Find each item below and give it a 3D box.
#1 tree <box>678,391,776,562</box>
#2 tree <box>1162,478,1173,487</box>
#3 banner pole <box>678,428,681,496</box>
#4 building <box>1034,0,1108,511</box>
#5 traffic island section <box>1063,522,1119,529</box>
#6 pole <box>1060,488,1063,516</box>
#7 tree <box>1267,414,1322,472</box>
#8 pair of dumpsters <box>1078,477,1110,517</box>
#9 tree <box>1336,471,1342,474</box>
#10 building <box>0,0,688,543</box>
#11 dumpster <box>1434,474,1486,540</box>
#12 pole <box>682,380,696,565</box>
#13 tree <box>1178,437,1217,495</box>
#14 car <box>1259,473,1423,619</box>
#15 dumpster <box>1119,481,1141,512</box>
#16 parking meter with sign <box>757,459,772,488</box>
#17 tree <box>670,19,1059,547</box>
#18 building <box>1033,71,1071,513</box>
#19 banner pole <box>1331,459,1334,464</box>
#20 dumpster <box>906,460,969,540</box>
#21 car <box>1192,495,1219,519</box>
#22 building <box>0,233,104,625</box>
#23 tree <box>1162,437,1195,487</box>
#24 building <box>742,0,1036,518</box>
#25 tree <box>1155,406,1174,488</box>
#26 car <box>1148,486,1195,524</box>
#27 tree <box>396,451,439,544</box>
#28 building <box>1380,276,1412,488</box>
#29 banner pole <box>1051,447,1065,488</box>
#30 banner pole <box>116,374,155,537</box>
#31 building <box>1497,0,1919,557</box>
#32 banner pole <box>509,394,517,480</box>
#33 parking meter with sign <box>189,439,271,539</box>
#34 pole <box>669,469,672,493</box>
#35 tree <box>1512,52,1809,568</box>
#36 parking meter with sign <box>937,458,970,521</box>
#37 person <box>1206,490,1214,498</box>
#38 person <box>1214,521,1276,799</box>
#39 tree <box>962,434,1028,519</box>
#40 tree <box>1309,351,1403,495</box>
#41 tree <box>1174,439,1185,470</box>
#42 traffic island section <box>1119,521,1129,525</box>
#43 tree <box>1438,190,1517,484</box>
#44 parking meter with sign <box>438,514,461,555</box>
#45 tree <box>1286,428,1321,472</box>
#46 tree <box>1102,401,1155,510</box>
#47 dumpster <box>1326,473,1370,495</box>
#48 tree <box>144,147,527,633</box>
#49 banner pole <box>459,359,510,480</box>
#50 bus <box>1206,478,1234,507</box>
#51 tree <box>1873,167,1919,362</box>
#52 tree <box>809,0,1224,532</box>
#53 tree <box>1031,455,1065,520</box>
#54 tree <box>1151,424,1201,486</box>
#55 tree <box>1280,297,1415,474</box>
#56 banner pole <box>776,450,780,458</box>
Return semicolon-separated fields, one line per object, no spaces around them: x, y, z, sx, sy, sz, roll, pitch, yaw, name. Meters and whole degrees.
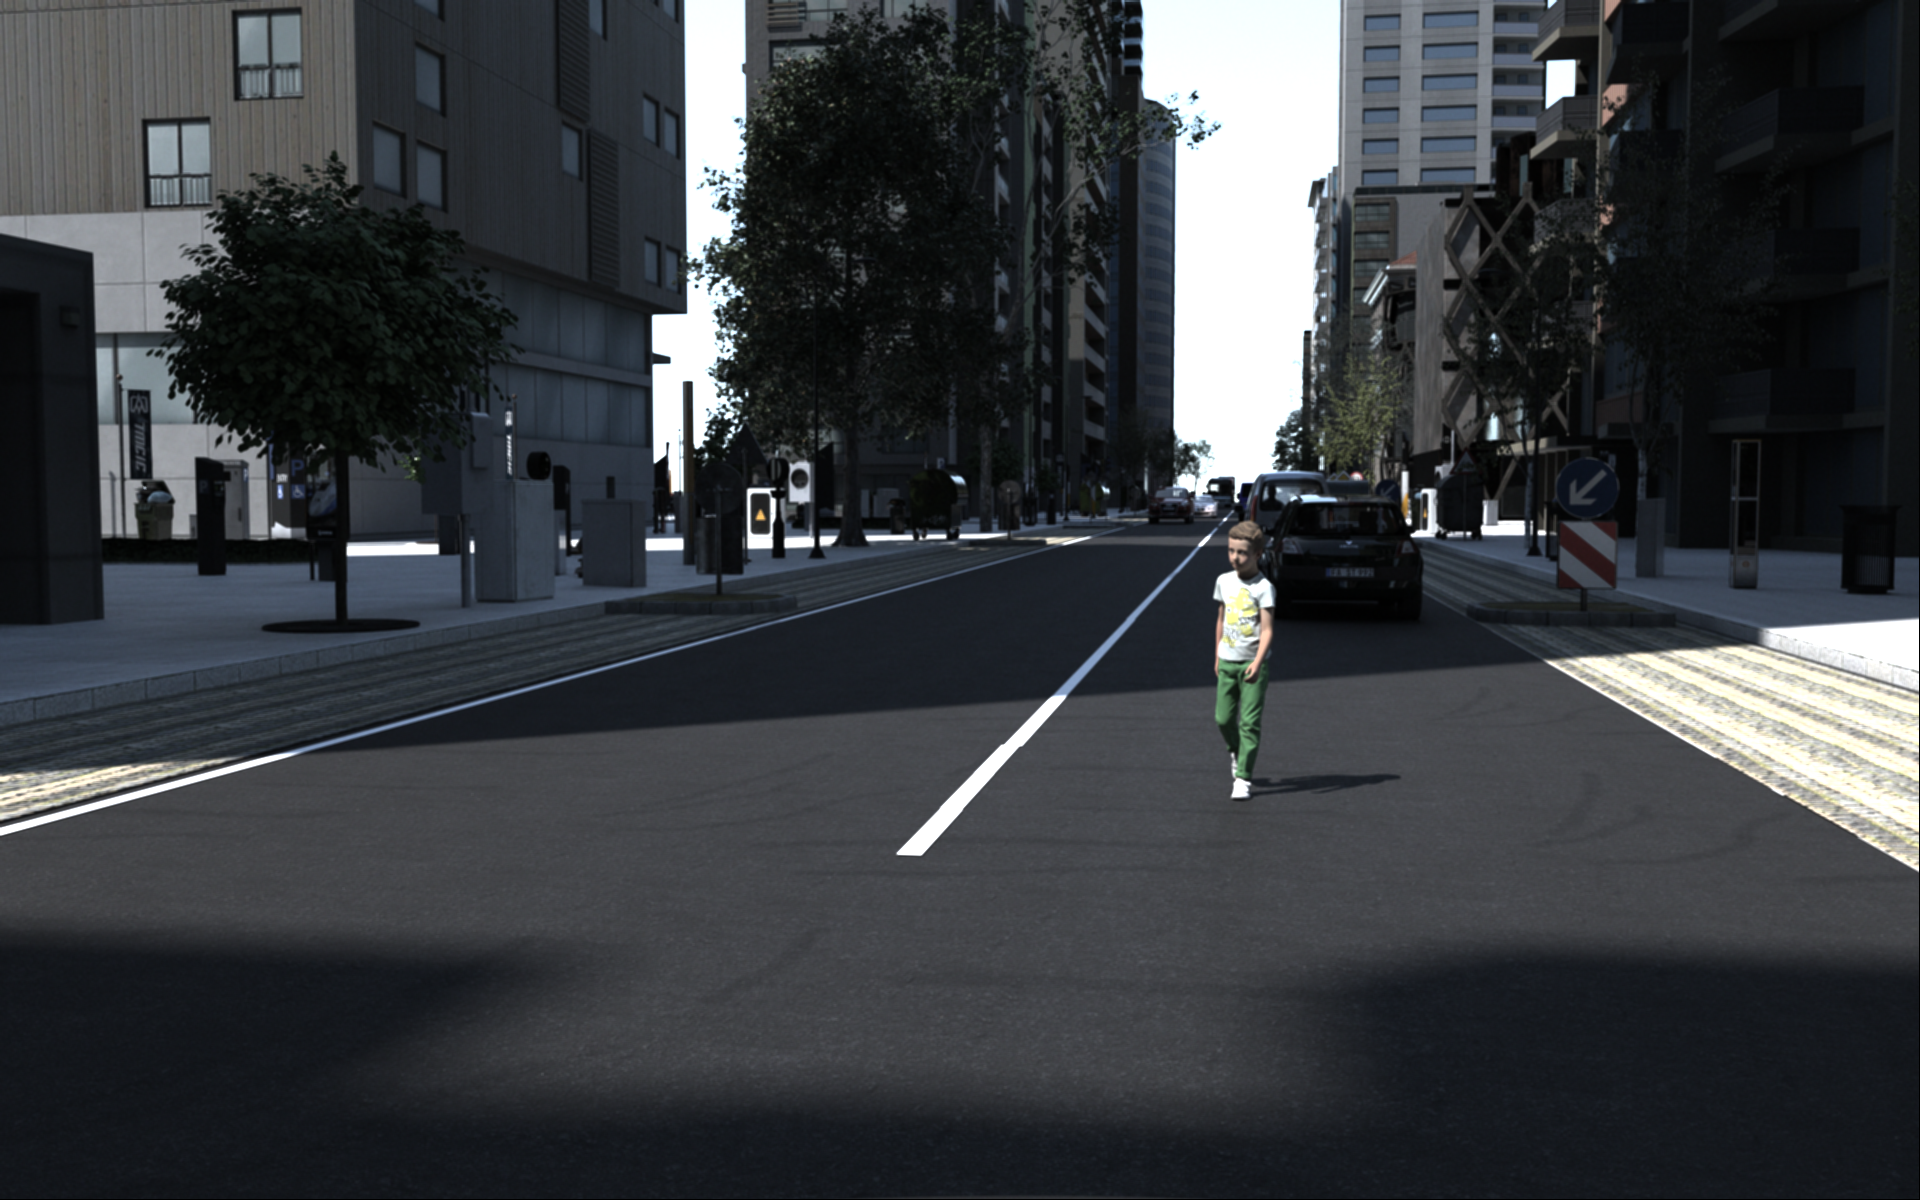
-4.607;-2.339;32.844;1.663;3.219;1.824;0;3;0;tree
23.682;-12.278;195.345;1.663;3.219;1.824;0;3;0;tree
-10.744;-4.670;66.377;0.401;3.779;0.863;-1;4;-12;banner pole
0.793;-31.900;145.266;21.300;48.544;21.600;1;4;9;building
5.455;-3.078;72.613;2.009;0.180;2.903;1;4;9;traffic island section
5.907;-6.531;100.631;0.158;3.312;0.155;0;3;0;pole
45.273;-19.333;234.222;7.486;12.596;7.792;0;3;0;tree
7.498;-5.807;97.444;1.574;2.255;4.437;1;4;10;pair of dumpsters
28.518;-8.287;130.095;1.663;3.219;1.824;0;3;0;tree
-26.144;-28.733;59.019;27.495;52.752;28.713;1;4;9;building
14.084;-2.631;48.768;1.264;1.857;1.865;1;4;9;dumpster
-4.887;-2.284;31.189;0.158;3.312;0.155;0;3;0;pole
42.715;-23.679;312.906;9.928;11.665;9.643;0;3;0;tree
4.630;-0.703;21.276;2.009;1.686;4.222;1;4;8;car
12.486;-7.635;127.325;1.502;2.255;1.985;1;4;9;dumpster
-9.855;-5.558;87.134;0.543;3.016;1.738;-2;4;-31;parking meter with sign
-2.641;-7.672;42.447;9.611;12.733;9.660;0;3;0;tree
-0.065;-21.290;119.799;14.160;30.474;14.107;1;4;9;building
26.470;-8.153;123.312;0.401;3.779;0.863;0;4;-1;banner pole
-0.649;-2.819;48.577;1.502;2.255;1.985;1;4;9;dumpster
14.323;-5.534;102.840;2.083;1.381;4.827;1;4;9;car
-19.588;-35.141;12.810;20.563;71.187;20.611;1;4;9;building
27.711;-16.505;220.218;4.737;8.622;4.395;0;3;0;tree
-3.548;-25.327;97.691;14.154;41.232;14.086;1;4;9;building
14.693;-11.896;144.855;4.360;8.622;3.978;0;3;0;tree
10.363;-4.652;84.740;2.281;1.827;5.304;1;4;10;car
-13.398;-3.055;44.545;1.663;3.219;1.824;0;3;0;tree
37.898;-15.480;120.553;16.820;18.784;16.811;1;4;9;building
5.123;-6.211;91.559;0.863;3.779;0.401;0;4;-1;banner pole
-17.422;-2.843;36.498;0.401;3.779;0.863;3;5;42;banner pole
27.788;-23.940;46.043;22.147;44.769;28.867;1;4;9;building
-11.303;-3.284;43.707;0.401;3.779;0.863;-3;4;-37;banner pole
-16.355;-2.603;38.827;1.738;3.016;0.543;0;4;-5;parking meter with sign
-23.892;-9.126;143.048;0.158;3.312;0.155;0;3;0;pole
12.025;-4.855;29.740;4.360;8.622;3.978;0;3;0;tree
-0.285;-5.329;83.397;0.543;3.016;1.738;3;5;44;parking meter with sign
26.082;-10.592;181.642;0.705;1.831;1.348;-3;5;-45;person
1.367;0.271;8.325;0.306;1.304;0.590;1;4;16;person
1.788;-6.413;88.560;4.285;4.588;4.351;0;3;0;tree
20.676;-8.440;88.349;4.737;8.622;4.395;0;3;0;tree
19.058;-13.129;165.020;4.360;8.622;3.978;0;3;0;tree
6.769;-3.560;80.490;2.009;0.180;2.903;1;4;9;traffic island section
13.385;-5.528;40.747;4.360;8.622;3.978;0;3;0;tree
-10.925;-2.502;37.162;0.543;3.016;1.738;-1;4;-12;parking meter with sign
37.430;-14.558;188.383;4.360;8.622;3.978;0;3;0;tree
13.414;-11.554;139.262;4.360;8.622;3.978;0;3;0;tree
15.149;-3.880;68.388;1.985;2.255;1.502;1;4;10;dumpster
-5.893;-2.003;16.466;4.285;4.588;4.351;0;3;0;tree
-8.176;-2.408;29.384;0.401;3.779;0.863;2;4;31;banner pole
28.392;-11.896;189.353;2.948;3.499;13.247;1;4;9;bus
17.904;-4.828;29.307;4.737;8.622;4.395;0;3;0;tree
1.646;-12.279;56.647;12.611;20.169;13.585;0;3;0;tree
4.209;-5.494;84.431;1.663;3.219;1.824;0;3;0;tree
28.774;-18.151;231.178;8.767;10.594;7.601;-3;5;-40;tree
24.991;-12.076;107.819;12.009;13.543;11.850;0;3;0;tree
-7.347;-4.889;69.946;0.401;3.779;0.863;-1;4;-15;banner pole
